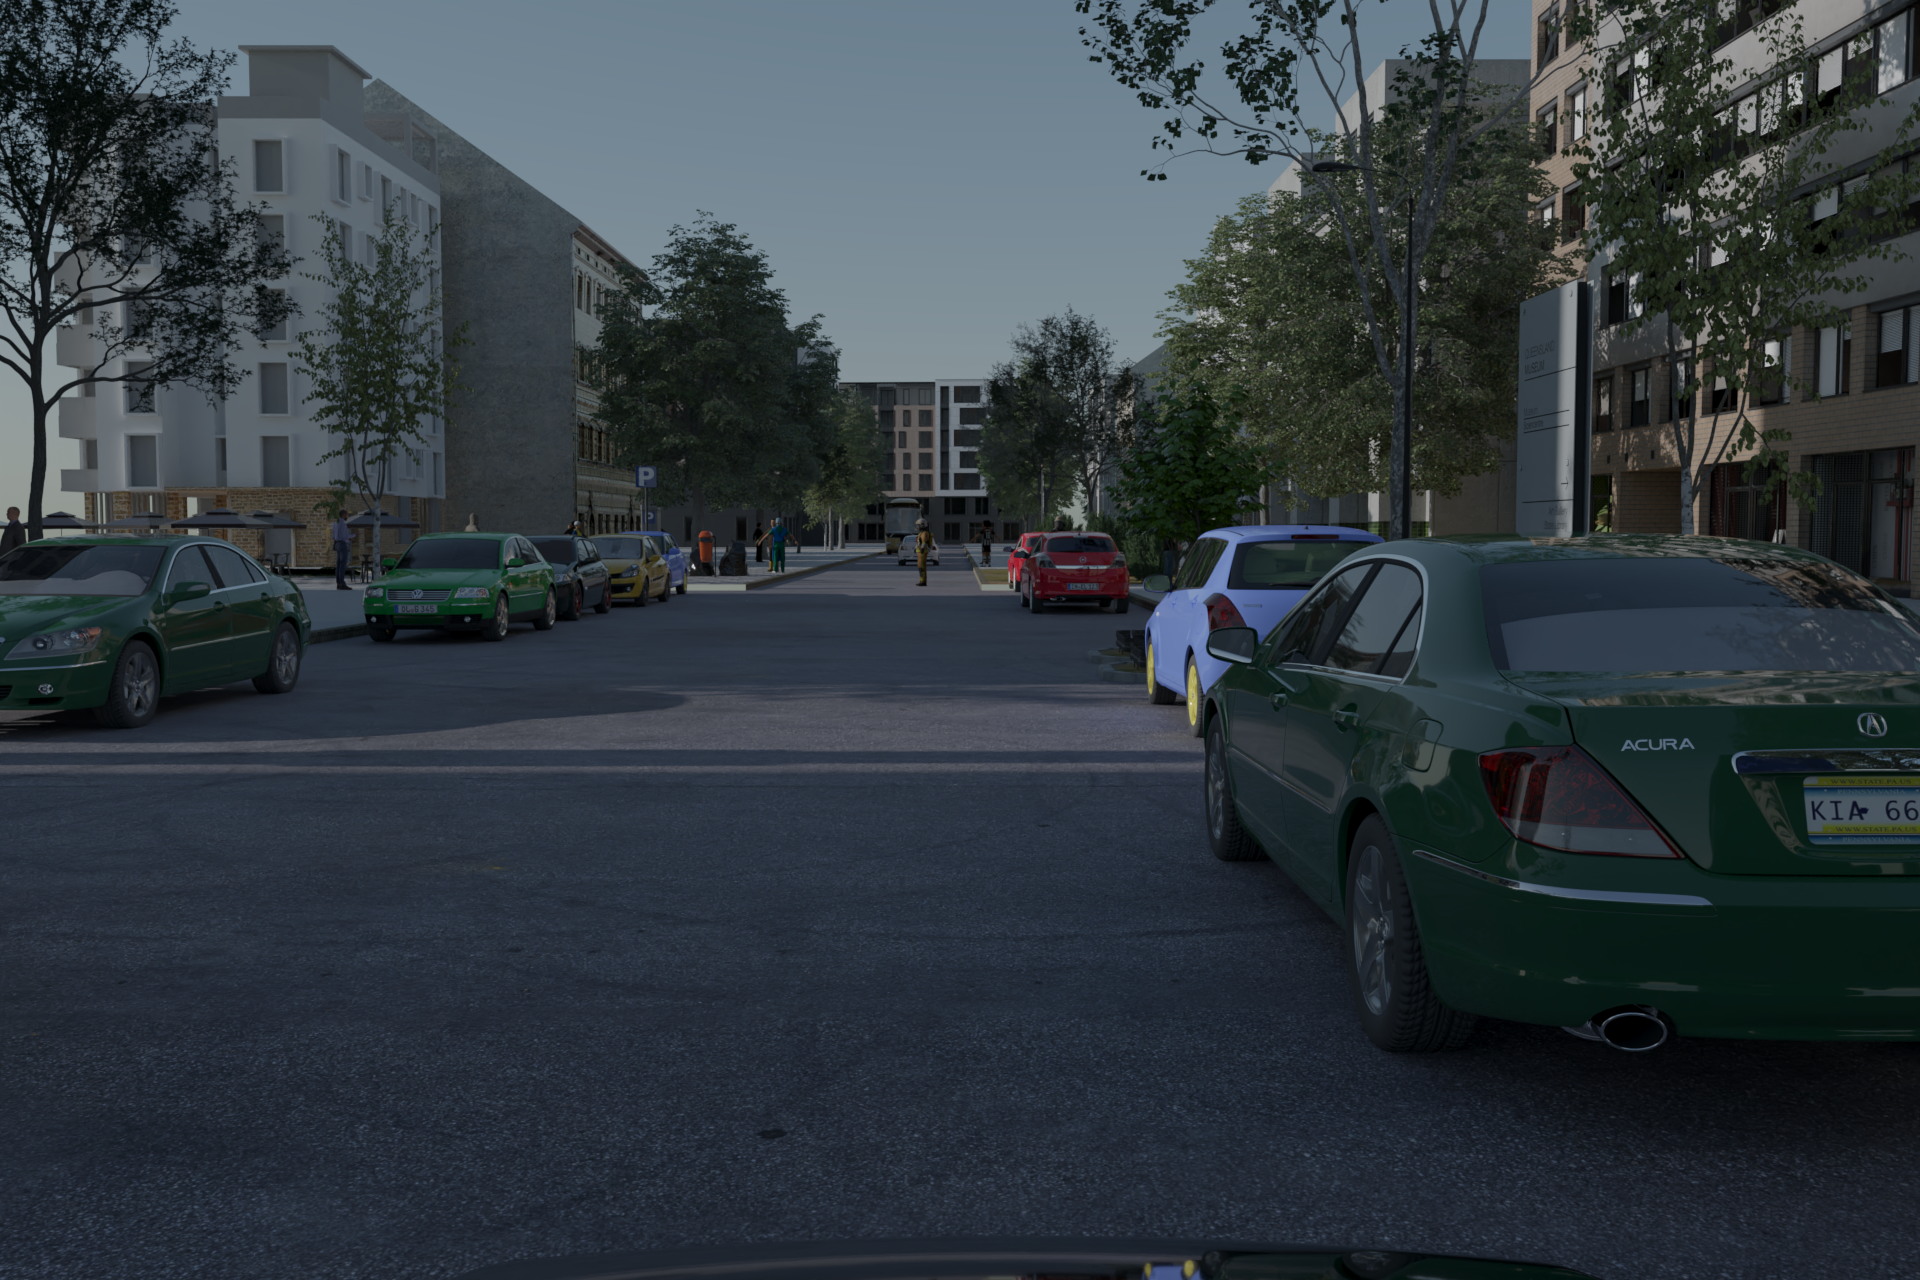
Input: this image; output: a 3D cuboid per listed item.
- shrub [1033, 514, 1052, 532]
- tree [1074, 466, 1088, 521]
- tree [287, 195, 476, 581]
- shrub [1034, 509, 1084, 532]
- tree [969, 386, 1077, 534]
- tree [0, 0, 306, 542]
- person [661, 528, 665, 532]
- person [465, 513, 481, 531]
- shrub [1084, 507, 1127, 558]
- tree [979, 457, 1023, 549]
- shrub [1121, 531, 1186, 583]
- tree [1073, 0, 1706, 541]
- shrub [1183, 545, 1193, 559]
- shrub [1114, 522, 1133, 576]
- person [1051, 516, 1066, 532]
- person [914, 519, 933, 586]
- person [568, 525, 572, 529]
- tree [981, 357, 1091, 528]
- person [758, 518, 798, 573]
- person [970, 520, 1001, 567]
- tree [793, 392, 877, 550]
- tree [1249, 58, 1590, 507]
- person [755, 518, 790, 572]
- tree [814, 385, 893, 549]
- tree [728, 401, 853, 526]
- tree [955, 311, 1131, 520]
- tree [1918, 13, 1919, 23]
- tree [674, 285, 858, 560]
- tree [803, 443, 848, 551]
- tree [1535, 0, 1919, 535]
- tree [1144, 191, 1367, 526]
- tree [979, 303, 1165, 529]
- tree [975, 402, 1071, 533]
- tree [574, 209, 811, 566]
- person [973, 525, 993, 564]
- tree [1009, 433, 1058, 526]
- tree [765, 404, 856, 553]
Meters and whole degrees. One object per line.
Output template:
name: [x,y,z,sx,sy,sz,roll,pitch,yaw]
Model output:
shrub: [3.109,-3.402,60.045,1.690,2.028,1.600,0,3,0]
tree: [20.494,-20.142,235.981,9.857,13.997,8.962,0,3,0]
tree: [-12.945,-5.388,38.458,4.737,8.622,4.395,0,3,0]
shrub: [3.039,-2.987,52.872,1.661,2.075,1.752,0,3,0]
tree: [5.346,-14.173,138.378,9.857,13.997,8.962,0,3,0]
tree: [-13.198,-5.544,25.050,7.601,10.594,8.767,-2,4,-28]
person: [-8.706,-2.612,49.433,1.216,1.740,0.721,-2,4,-35]
person: [-12.370,-2.330,44.228,1.348,1.813,0.705,3,5,42]
shrub: [3.880,-2.674,48.145,1.690,2.028,1.600,0,3,0]
tree: [5.441,-13.688,149.561,9.928,11.665,9.643,0,3,0]
shrub: [5.036,-2.483,45.014,1.690,2.028,1.600,0,3,0]
tree: [8.435,-10.836,33.059,12.611,20.169,13.585,0,3,0]
shrub: [8.478,-3.126,62.231,1.383,1.207,1.383,0,3,0]
shrub: [5.154,-2.963,52.481,1.661,2.075,1.752,0,3,0]
person: [2.331,-1.995,40.857,1.354,1.856,0.705,1,4,15]
person: [-1.061,-2.409,47.605,0.705,1.858,1.354,-1,4,-9]
person: [-18.896,-4.699,83.635,0.721,1.733,1.217,-1,4,-9]
tree: [4.963,-11.787,110.840,7.486,12.596,7.792,0,3,0]
person: [-5.994,-3.128,57.272,1.347,1.817,0.704,-1,4,-17]
person: [1.024,-3.743,67.341,1.345,1.843,0.704,-2,4,-24]
tree: [-10.601,-13.372,136.755,7.486,12.596,7.792,0,3,0]
tree: [12.326,-8.659,48.237,9.857,13.997,8.962,0,3,0]
person: [-6.348,-3.233,58.995,1.346,1.812,0.704,2,4,24]
tree: [-10.271,-14.881,149.960,9.857,13.997,8.962,0,3,0]
tree: [-10.114,-10.060,98.899,8.767,10.594,7.601,0,4,6]
tree: [4.760,-11.379,96.414,12.009,13.543,11.850,0,3,0]
tree: [8.517,-4.561,8.989,7.601,10.594,8.767,-2,4,-32]
tree: [-9.906,-10.980,86.170,9.857,13.997,8.962,0,3,0]
tree: [-10.088,-10.917,128.861,4.737,8.622,4.395,0,3,0]
tree: [8.562,-4.243,19.736,4.737,8.622,4.395,0,3,0]
tree: [9.882,-8.574,58.312,7.486,12.596,7.792,0,3,0]
tree: [5.263,-8.280,69.787,8.767,10.594,7.601,-3,5,-42]
tree: [4.892,-12.401,128.517,9.928,11.665,9.643,0,3,0]
tree: [-10.644,-9.989,69.982,9.857,13.997,8.962,0,3,0]
person: [1.046,-4.151,74.141,0.705,1.796,1.348,3,4,36]
tree: [5.173,-10.296,118.705,4.737,8.622,4.395,0,3,0]
tree: [-10.395,-11.042,114.943,7.601,10.594,8.767,-1,4,-11]
